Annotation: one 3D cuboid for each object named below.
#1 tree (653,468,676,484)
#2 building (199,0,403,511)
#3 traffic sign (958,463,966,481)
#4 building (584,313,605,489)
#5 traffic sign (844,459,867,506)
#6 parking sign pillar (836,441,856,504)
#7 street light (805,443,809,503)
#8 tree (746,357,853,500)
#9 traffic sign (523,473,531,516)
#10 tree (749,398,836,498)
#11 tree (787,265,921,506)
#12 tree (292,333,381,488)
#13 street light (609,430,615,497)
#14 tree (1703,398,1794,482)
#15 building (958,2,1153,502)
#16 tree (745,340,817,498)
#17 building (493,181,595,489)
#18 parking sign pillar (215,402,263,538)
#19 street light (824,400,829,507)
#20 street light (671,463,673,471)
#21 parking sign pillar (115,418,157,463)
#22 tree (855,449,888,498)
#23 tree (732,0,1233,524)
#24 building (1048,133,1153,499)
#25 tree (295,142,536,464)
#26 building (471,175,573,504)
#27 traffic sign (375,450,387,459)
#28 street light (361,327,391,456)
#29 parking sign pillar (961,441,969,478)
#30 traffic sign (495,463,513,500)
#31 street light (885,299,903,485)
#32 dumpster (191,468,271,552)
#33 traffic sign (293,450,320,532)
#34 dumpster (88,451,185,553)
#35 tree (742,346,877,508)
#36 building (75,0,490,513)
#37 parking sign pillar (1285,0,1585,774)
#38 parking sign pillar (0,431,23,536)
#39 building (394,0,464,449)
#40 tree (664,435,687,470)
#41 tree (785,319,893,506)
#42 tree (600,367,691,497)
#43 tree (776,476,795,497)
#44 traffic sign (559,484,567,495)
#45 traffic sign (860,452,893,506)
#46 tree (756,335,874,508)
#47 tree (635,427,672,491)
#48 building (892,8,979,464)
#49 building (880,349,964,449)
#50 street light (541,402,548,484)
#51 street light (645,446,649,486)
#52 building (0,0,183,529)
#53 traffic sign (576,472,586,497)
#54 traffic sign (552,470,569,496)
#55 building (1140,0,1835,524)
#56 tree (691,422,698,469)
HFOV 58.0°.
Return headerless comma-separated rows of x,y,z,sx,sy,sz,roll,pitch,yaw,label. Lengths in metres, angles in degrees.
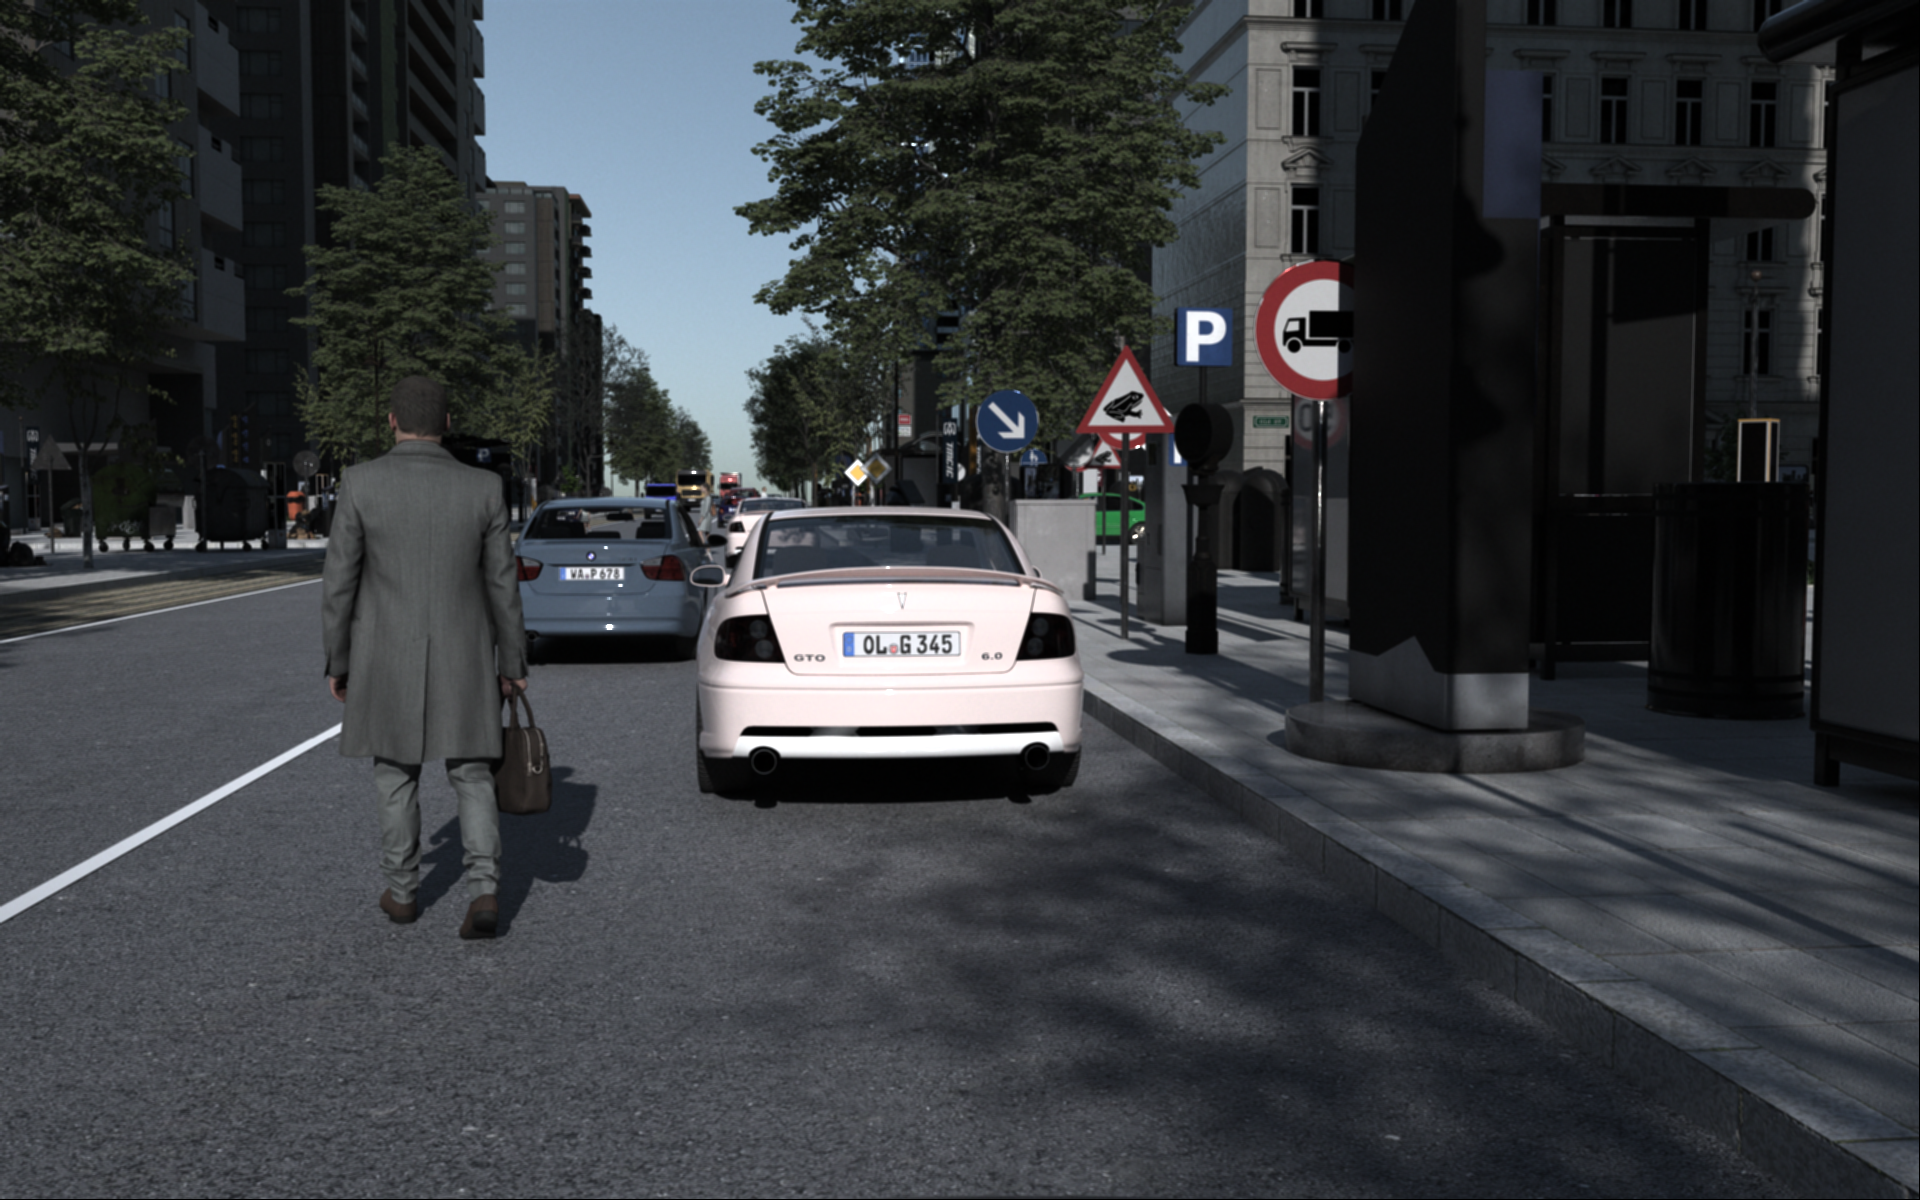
-33.917,-13.167,198.988,4.285,4.588,4.351,0,3,0,tree
-44.179,-26.077,109.953,14.154,41.232,14.086,0,4,-6,building
-0.158,-4.306,70.516,0.768,2.556,0.104,0,4,-2,traffic sign
-62.721,-30.295,267.031,14.160,30.474,14.107,0,4,-6,building
-2.895,-2.781,49.113,0.795,2.450,0.064,0,4,-6,traffic sign
-5.725,-6.032,87.103,1.447,3.967,1.447,-3,4,-36,parking sign pillar
-10.893,-9.151,122.405,0.468,5.910,1.993,0,4,-6,street light
-13.842,-14.739,151.349,12.009,13.543,11.850,0,3,0,tree
-25.660,-6.306,103.204,0.768,2.556,0.104,0,4,-5,traffic sign
-16.663,-15.833,175.882,9.611,12.733,9.660,0,3,0,tree
-2.982,-6.382,54.702,4.360,8.622,3.978,0,3,0,tree
-27.043,-7.691,76.109,4.737,8.622,4.395,0,3,0,tree
-24.908,-9.244,123.925,0.468,5.910,1.993,0,4,-6,street light
15.773,-2.491,35.332,1.663,3.219,1.824,0,3,0,tree
10.807,-43.288,146.017,20.563,71.187,20.611,0,4,-6,building
-20.110,-21.867,213.411,12.611,20.169,13.585,0,3,0,tree
-63.828,-36.101,244.882,22.147,44.769,28.867,0,4,-6,building
-20.995,-3.781,50.284,1.447,3.967,1.447,1,4,18,parking sign pillar
-6.464,-6.820,84.291,0.468,5.910,1.993,0,4,-6,street light
-34.371,-14.292,206.460,0.468,5.910,1.993,0,4,-6,street light
-29.150,-4.456,61.333,1.447,3.967,1.447,3,5,40,parking sign pillar
-4.141,-4.873,74.274,1.663,3.219,1.824,0,3,0,tree
0.380,-6.641,26.715,7.486,12.596,7.792,0,3,0,tree
10.044,-15.594,105.875,10.553,20.767,40.483,0,4,-6,building
-17.753,-8.439,56.111,7.486,12.596,7.792,0,3,0,tree
-58.020,-33.005,223.231,14.154,41.232,14.086,0,4,-6,building
-13.263,-2.219,39.917,0.795,2.450,0.064,0,4,-6,traffic sign
-16.159,-4.604,48.057,0.468,5.910,1.993,0,4,-6,street light
0.478,-5.476,78.003,1.447,3.967,1.447,-2,4,-25,parking sign pillar
-18.780,-4.357,71.347,0.768,2.556,0.104,0,4,1,traffic sign
-1.493,-4.162,40.833,0.468,5.910,1.993,0,4,-6,street light
-16.337,-2.024,38.849,1.264,1.857,1.865,0,4,-6,dumpster
-19.055,-3.083,50.507,0.768,2.556,0.104,0,4,-4,traffic sign
-18.431,-2.218,38.751,1.502,2.255,1.985,0,4,-7,dumpster
-9.167,-10.674,108.925,8.767,10.594,7.601,-2,4,-29,tree
-57.447,-34.534,153.862,28.713,52.752,27.495,0,4,-6,building
2.355,-1.227,8.535,1.447,3.967,1.447,0,4,-7,parking sign pillar
-29.869,-3.980,53.551,1.447,3.967,1.447,-2,4,-32,parking sign pillar
-50.309,-30.975,130.142,21.300,48.544,21.600,0,4,-6,building
-35.830,-16.006,212.059,4.737,8.622,4.395,0,3,0,tree
-4.462,-7.252,68.936,4.737,8.622,4.395,0,3,0,tree
-28.622,-14.434,154.124,7.486,12.596,7.792,0,3,0,tree
-23.150,-15.115,230.835,4.285,4.588,4.351,0,3,0,tree
-23.403,-6.304,103.068,0.884,2.594,0.081,0,4,-4,traffic sign
-1.989,-2.296,41.179,0.795,2.450,0.064,0,4,-6,traffic sign
-11.479,-14.149,137.988,9.857,13.997,8.962,0,3,0,tree
-29.908,-13.260,167.166,4.360,8.622,3.978,0,3,0,tree
-1.714,-58.442,268.197,22.319,86.520,31.000,0,4,-6,building
3.749,-24.200,240.716,27.650,21.520,28.899,0,4,-6,building
-20.623,-6.934,86.166,0.468,5.910,1.993,0,4,-6,street light
-29.354,-11.592,162.311,0.468,5.910,1.993,0,4,-6,street light
-46.504,-29.416,70.190,28.713,52.752,27.495,0,4,-6,building
-22.757,-6.320,103.337,0.884,2.594,0.081,0,4,-4,traffic sign
-21.292,-5.645,92.299,0.884,2.594,0.081,0,4,1,traffic sign
31.028,-18.224,74.373,44.131,29.872,17.030,0,4,-6,building
-33.363,-16.309,184.779,7.486,12.596,7.792,0,3,0,tree
